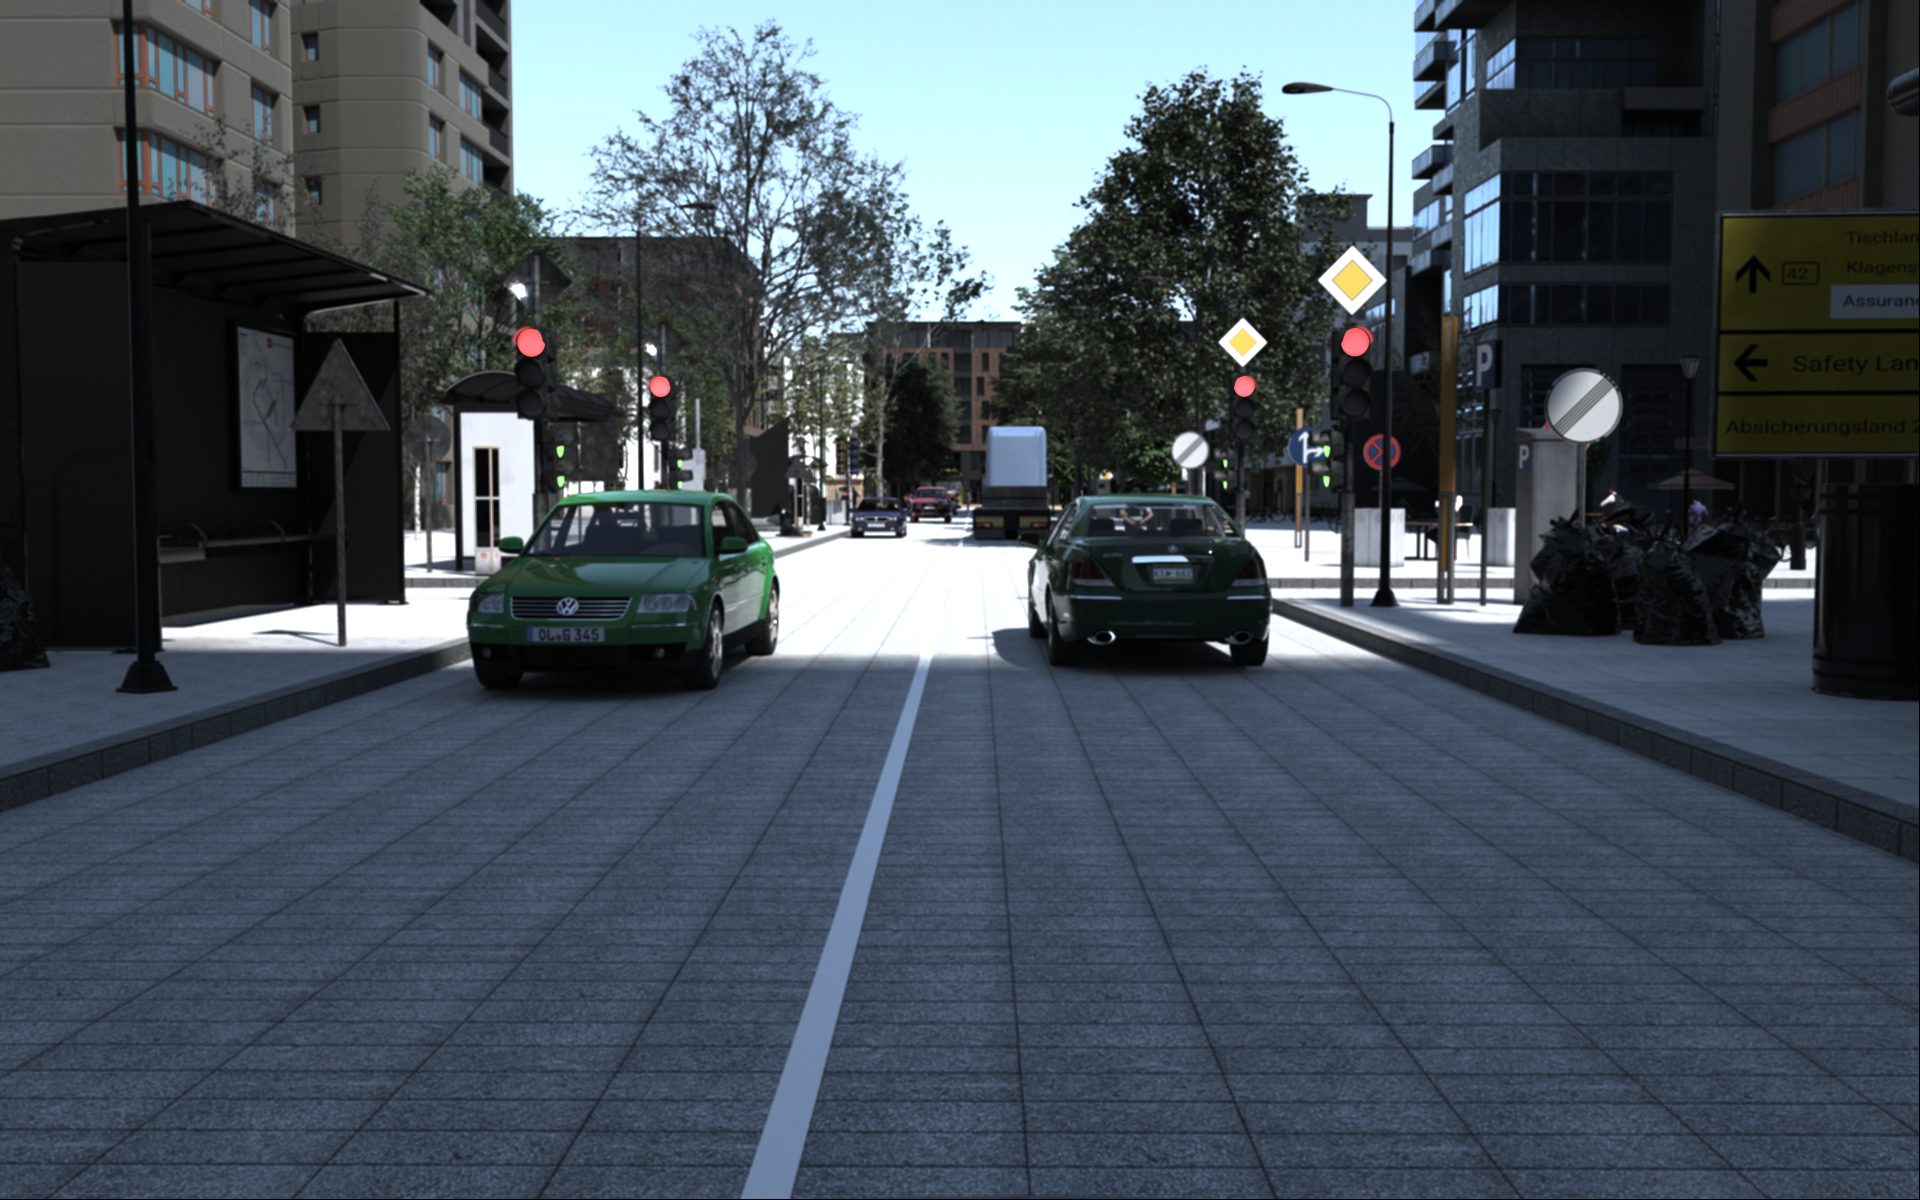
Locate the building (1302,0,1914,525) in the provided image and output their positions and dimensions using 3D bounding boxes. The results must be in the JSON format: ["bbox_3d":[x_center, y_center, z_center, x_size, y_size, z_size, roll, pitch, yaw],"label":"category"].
[{"bbox_3d":[30.899,-47.108,82.884,22.319,86.520,31.000,0,4,0],"label":"building"}]

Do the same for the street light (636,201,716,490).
[{"bbox_3d":[-4.569,-3.371,27.652,1.470,5.913,1.316,0,4,0],"label":"street light"}]

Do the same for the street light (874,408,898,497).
[{"bbox_3d":[-4.036,-7.390,93.365,1.470,5.913,1.316,0,4,0],"label":"street light"}]

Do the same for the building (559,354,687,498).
[{"bbox_3d":[-23.079,-10.757,118.024,9.099,9.664,28.070,0,4,0],"label":"building"}]

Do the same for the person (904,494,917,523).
[{"bbox_3d":[-2.455,-4.515,85.546,0.697,1.427,0.421,-2,4,-29],"label":"person"}]

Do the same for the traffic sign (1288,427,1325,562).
[{"bbox_3d":[6.604,-2.005,32.888,0.768,2.556,0.104,0,4,5],"label":"traffic sign"}]

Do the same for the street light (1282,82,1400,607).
[{"bbox_3d":[4.325,-2.883,19.686,1.470,5.913,1.316,0,4,0],"label":"street light"}]

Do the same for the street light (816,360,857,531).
[{"bbox_3d":[-4.288,-5.363,60.226,1.470,5.913,1.316,0,4,0],"label":"street light"}]

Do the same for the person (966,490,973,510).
[{"bbox_3d":[0.783,-9.031,156.158,0.705,1.824,1.348,-1,4,-21],"label":"person"}]

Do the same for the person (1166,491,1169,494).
[{"bbox_3d":[12.789,-6.104,106.557,0.721,1.735,1.217,-2,4,-26],"label":"person"}]

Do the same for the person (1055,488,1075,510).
[{"bbox_3d":[6.376,-6.022,104.514,1.348,1.822,0.705,0,4,2],"label":"person"}]

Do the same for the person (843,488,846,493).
[{"bbox_3d":[-10.518,-9.330,158.592,0.705,1.823,1.348,0,4,5],"label":"person"}]

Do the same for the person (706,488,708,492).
[{"bbox_3d":[-17.911,-7.023,121.556,0.721,1.739,1.217,1,4,15],"label":"person"}]

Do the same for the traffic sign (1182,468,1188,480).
[{"bbox_3d":[7.289,-3.207,54.560,0.606,2.300,0.079,1,4,8],"label":"traffic sign"}]

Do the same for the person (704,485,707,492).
[{"bbox_3d":[-15.847,-6.188,107.218,0.705,1.824,1.348,-1,4,-9],"label":"person"}]

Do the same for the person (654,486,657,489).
[{"bbox_3d":[-17.518,-5.685,99.711,0.841,1.734,0.376,-1,4,-19],"label":"person"}]

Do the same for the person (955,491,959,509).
[{"bbox_3d":[-0.400,-9.231,159.949,0.721,1.766,1.217,0,4,-5],"label":"person"}]

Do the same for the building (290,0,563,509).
[{"bbox_3d":[-29.768,-39.173,78.728,20.563,71.187,20.611,0,4,0],"label":"building"}]

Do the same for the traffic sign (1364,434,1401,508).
[{"bbox_3d":[8.888,-2.229,36.552,0.768,2.556,0.104,0,4,4],"label":"traffic sign"}]

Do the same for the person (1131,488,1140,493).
[{"bbox_3d":[3.357,-1.355,32.867,0.614,1.554,0.590,1,4,16],"label":"person"}]

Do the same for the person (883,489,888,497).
[{"bbox_3d":[-7.469,-10.238,173.992,0.434,1.755,0.990,-2,4,-24],"label":"person"}]

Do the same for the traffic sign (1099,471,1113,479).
[{"bbox_3d":[7.323,-5.331,86.893,0.795,2.593,0.064,0,4,3],"label":"traffic sign"}]

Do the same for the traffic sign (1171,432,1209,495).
[{"bbox_3d":[4.698,-2.162,35.455,0.768,2.556,0.104,0,4,8],"label":"traffic sign"}]

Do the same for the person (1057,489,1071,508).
[{"bbox_3d":[9.429,-9.286,157.967,1.348,1.812,0.705,0,4,-2],"label":"person"}]

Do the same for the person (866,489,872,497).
[{"bbox_3d":[-8.323,-9.290,158.601,0.551,1.740,0.621,-2,4,-29],"label":"person"}]

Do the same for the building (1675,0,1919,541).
[{"bbox_3d":[36.648,-24.119,48.968,28.867,44.769,22.147,0,4,0],"label":"building"}]

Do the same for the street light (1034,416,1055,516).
[{"bbox_3d":[4.998,-7.969,102.828,1.470,5.913,1.316,0,4,0],"label":"street light"}]

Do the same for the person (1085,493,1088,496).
[{"bbox_3d":[12.521,-9.919,168.737,1.217,1.766,0.721,-3,4,-38],"label":"person"}]

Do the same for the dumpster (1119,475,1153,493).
[{"bbox_3d":[7.366,-4.196,71.101,1.502,2.255,1.985,0,4,0],"label":"dumpster"}]

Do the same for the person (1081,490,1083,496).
[{"bbox_3d":[9.687,-8.265,141.042,0.599,1.838,0.709,1,4,11],"label":"person"}]

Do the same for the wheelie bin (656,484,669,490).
[{"bbox_3d":[-8.917,-2.680,51.722,0.693,1.594,0.980,-1,4,-23],"label":"wheelie bin"}]

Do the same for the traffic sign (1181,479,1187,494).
[{"bbox_3d":[8.914,-4.178,68.421,0.768,2.556,0.104,0,4,3],"label":"traffic sign"}]

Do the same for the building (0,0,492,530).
[{"bbox_3d":[-32.856,-12.876,55.562,27.650,21.520,28.899,0,4,0],"label":"building"}]

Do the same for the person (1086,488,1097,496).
[{"bbox_3d":[10.205,-7.760,133.646,1.217,1.736,0.721,1,4,21],"label":"person"}]

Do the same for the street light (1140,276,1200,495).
[{"bbox_3d":[4.546,-3.950,37.132,1.470,5.913,1.316,0,4,0],"label":"street light"}]

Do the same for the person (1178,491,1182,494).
[{"bbox_3d":[16.985,-7.795,133.507,0.705,1.822,1.348,2,4,24],"label":"person"}]

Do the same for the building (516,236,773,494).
[{"bbox_3d":[-34.582,-18.815,151.607,32.646,21.610,27.936,0,4,0],"label":"building"}]

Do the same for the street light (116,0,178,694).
[{"bbox_3d":[-4.759,-2.358,11.100,1.470,5.913,1.316,0,4,0],"label":"street light"}]

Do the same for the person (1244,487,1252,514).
[{"bbox_3d":[17.145,-5.935,104.018,0.756,1.711,0.436,-1,4,-23],"label":"person"}]

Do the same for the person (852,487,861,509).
[{"bbox_3d":[-7.793,-7.351,126.313,1.350,1.814,0.705,1,4,23],"label":"person"}]

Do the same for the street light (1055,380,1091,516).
[{"bbox_3d":[4.714,-5.976,70.254,1.470,5.913,1.316,0,4,0],"label":"street light"}]

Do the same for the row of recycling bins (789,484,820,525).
[{"bbox_3d":[-6.837,-4.098,74.115,1.069,1.692,3.534,-1,4,-23],"label":"row of recycling bins"}]

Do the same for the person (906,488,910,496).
[{"bbox_3d":[-4.681,-9.298,158.074,1.348,1.824,0.705,-1,4,-8],"label":"person"}]

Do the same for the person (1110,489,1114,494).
[{"bbox_3d":[14.846,-9.964,169.676,1.217,1.735,0.721,3,4,37],"label":"person"}]

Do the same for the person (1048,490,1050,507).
[{"bbox_3d":[8.942,-10.441,176.763,0.705,1.824,1.348,-1,4,-17],"label":"person"}]

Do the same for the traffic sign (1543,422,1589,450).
[{"bbox_3d":[9.444,-1.651,27.096,0.768,2.556,0.104,0,4,4],"label":"traffic sign"}]

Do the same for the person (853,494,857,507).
[{"bbox_3d":[-10.669,-10.298,175.339,0.541,1.710,0.530,2,4,33],"label":"person"}]
